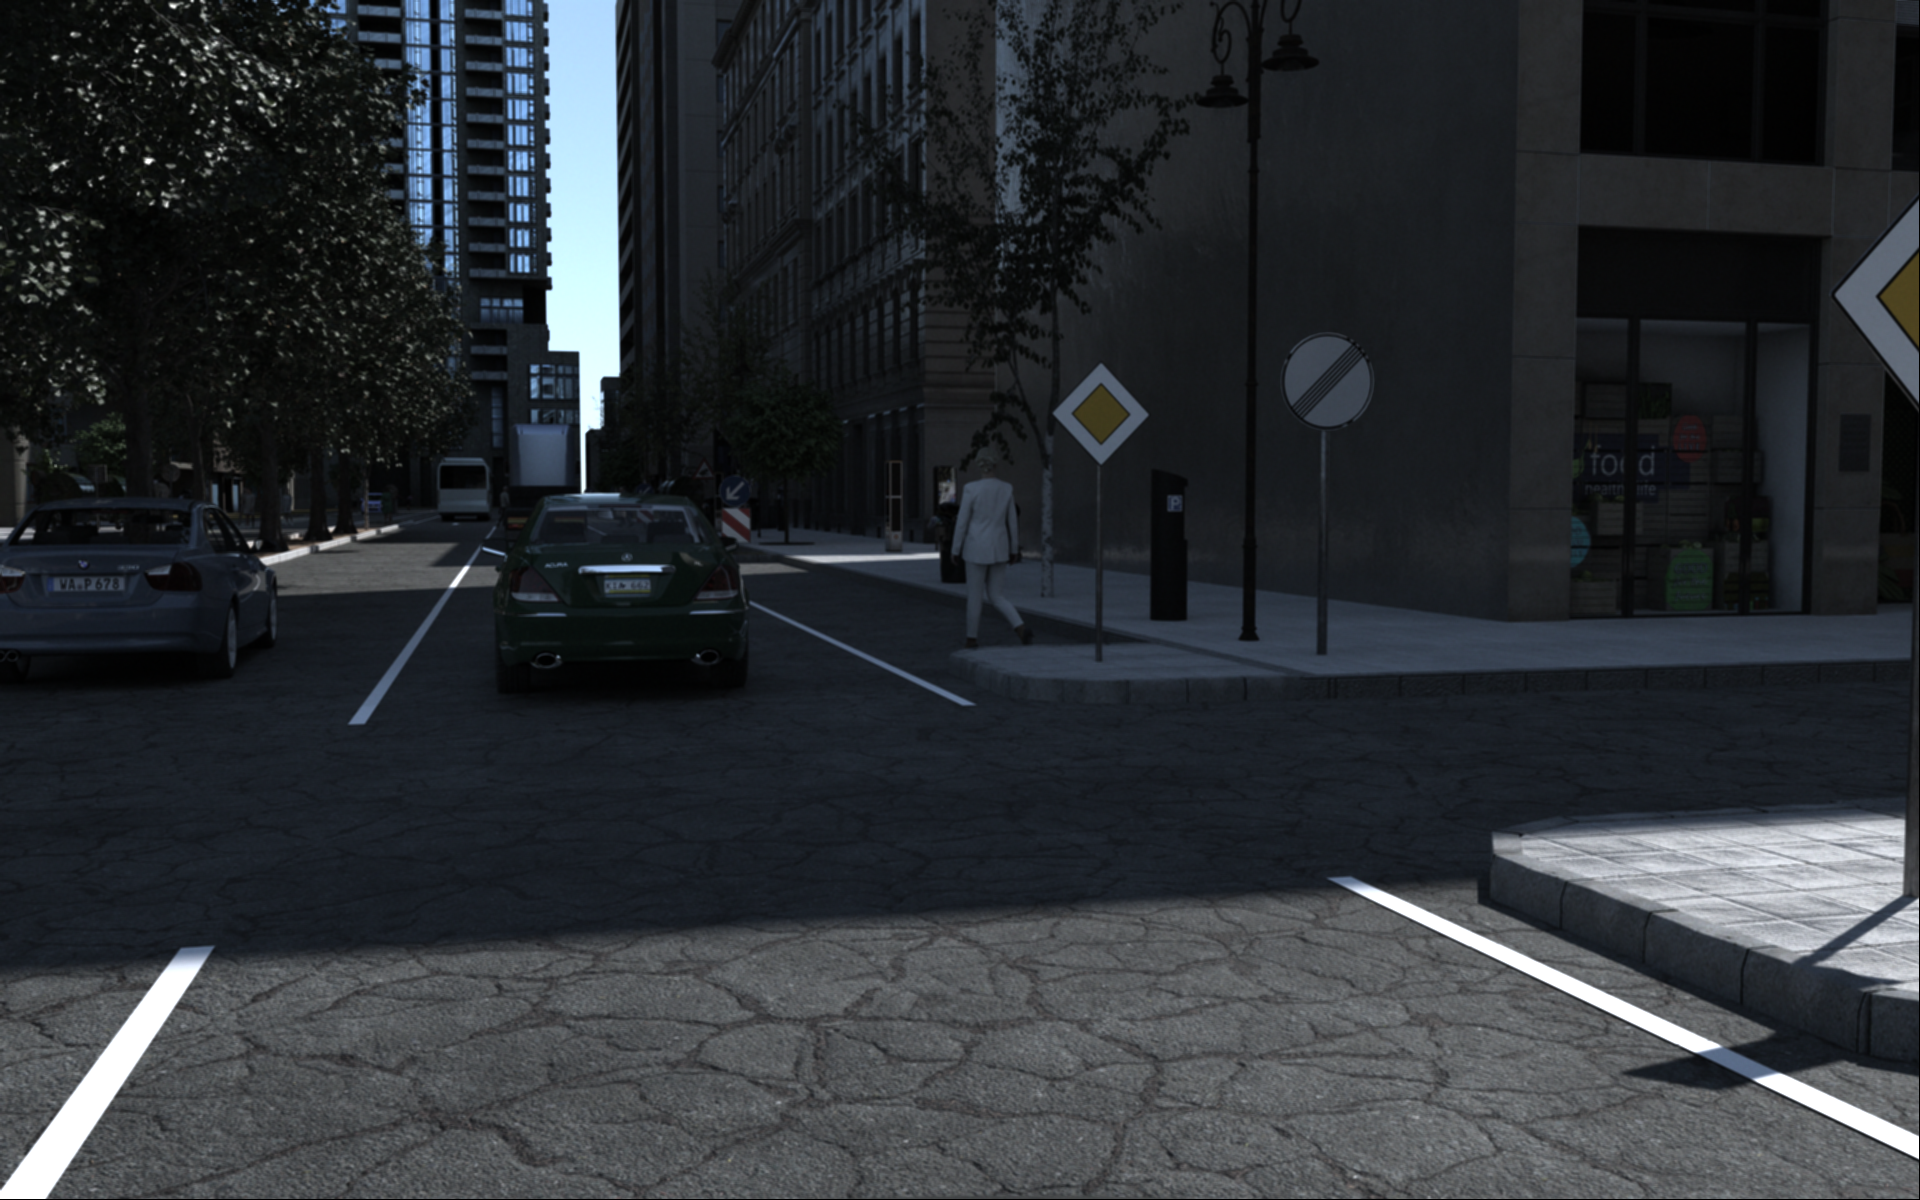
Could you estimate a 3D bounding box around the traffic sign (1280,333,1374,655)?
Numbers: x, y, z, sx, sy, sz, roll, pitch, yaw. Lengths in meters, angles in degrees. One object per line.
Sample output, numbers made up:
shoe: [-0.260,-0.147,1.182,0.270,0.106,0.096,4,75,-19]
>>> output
traffic sign: [2.895,-0.836,13.777,0.768,2.556,0.104,-1,4,-9]

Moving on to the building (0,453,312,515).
building: [-67.414,-17.722,134.793,28.899,21.520,27.650,-1,4,-14]

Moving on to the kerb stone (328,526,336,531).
kerb stone: [-24.383,-2.753,67.199,0.120,0.150,1.000,-1,4,-14]

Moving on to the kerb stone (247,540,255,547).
kerb stone: [-19.318,-1.532,47.312,0.120,0.150,1.000,-1,4,-14]

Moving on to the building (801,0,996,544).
building: [1.389,-12.519,53.837,9.793,20.994,18.267,-1,4,-14]

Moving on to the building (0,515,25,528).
building: [-47.970,-12.950,56.769,27.650,21.520,28.899,-1,4,-14]

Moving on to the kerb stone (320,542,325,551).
kerb stone: [-16.248,-1.322,43.836,0.120,0.150,1.000,-1,4,-14]

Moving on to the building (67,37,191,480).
building: [-56.686,-30.593,89.428,28.713,52.752,27.495,-1,4,-14]

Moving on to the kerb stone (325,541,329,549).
kerb stone: [-16.512,-1.381,44.824,0.120,0.150,1.000,-1,4,-14]

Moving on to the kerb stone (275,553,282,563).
kerb stone: [-14.227,-0.830,35.879,0.120,0.150,1.000,-1,4,-14]

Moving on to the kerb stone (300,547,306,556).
kerb stone: [-15.238,-1.080,39.857,0.120,0.150,1.000,-1,4,-14]

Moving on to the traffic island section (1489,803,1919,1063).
traffic island section: [3.056,1.024,5.547,2.009,0.180,2.903,-1,4,-14]

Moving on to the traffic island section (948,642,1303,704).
traffic island section: [1.082,0.550,13.285,2.009,0.180,2.903,-1,4,-14]

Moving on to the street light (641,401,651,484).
street light: [-15.552,-6.932,86.127,0.468,5.910,1.993,-1,4,-14]

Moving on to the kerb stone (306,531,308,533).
kerb stone: [-22.104,-2.206,58.265,0.120,0.150,1.000,-1,4,-14]

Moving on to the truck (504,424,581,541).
truck: [-14.704,-4.369,61.199,2.967,4.110,18.799,-1,4,-14]

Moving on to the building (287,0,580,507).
building: [-55.254,-52.813,176.167,31.000,86.520,22.319,-1,4,-14]

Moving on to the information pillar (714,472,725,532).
information pillar: [-8.146,-3.319,58.753,0.304,2.012,0.304,0,4,6]

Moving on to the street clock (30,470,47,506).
street clock: [-28.074,-2.950,52.800,0.471,2.002,0.358,2,4,28]

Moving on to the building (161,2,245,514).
building: [-54.807,-28.226,111.613,14.600,45.320,14.200,-1,4,-14]

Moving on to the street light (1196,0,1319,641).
street light: [2.536,-2.583,15.024,0.468,5.910,1.993,-1,4,-14]

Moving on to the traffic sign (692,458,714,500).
traffic sign: [-9.117,-3.780,61.811,0.884,2.594,0.081,-1,4,-12]

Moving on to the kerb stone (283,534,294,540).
kerb stone: [-21.086,-1.963,54.290,0.120,0.150,1.000,-1,4,-14]

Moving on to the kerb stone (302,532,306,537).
kerb stone: [-21.852,-2.145,57.274,0.120,0.150,1.000,-1,4,-14]

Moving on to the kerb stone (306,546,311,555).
kerb stone: [-15.500,-1.141,40.845,0.120,0.150,1.000,-1,4,-14]

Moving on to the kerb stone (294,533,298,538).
kerb stone: [-21.347,-2.020,55.285,0.120,0.150,1.000,-1,4,-14]

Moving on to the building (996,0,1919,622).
building: [19.580,-13.790,29.981,34.151,26.468,19.350,-1,4,-14]

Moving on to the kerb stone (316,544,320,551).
kerb stone: [-16.002,-1.261,42.835,0.120,0.150,1.000,-1,4,-14]

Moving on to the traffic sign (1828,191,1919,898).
traffic sign: [3.035,-0.111,5.464,0.795,2.450,0.064,-1,4,-14]

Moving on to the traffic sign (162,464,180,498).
traffic sign: [-33.232,-4.455,72.951,0.768,2.556,0.104,-1,4,-8]

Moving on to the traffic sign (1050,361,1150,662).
traffic sign: [1.061,-0.585,13.202,0.795,2.450,0.064,-1,4,-14]

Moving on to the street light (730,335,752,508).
street light: [-6.383,-4.760,50.607,0.468,5.910,1.993,-1,4,-14]

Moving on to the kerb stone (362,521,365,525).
kerb stone: [-27.425,-3.482,79.122,0.120,0.150,1.000,-1,4,-14]

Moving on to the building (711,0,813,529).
building: [-3.203,-17.005,75.298,12.463,27.353,25.104,-1,4,-14]

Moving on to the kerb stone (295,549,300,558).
kerb stone: [-14.987,-1.019,38.861,0.120,0.150,1.000,-1,4,-14]

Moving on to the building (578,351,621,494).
building: [-24.276,-53.263,183.522,31.000,86.520,22.319,-1,4,-14]

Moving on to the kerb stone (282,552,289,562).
kerb stone: [-14.474,-0.898,36.872,0.120,0.150,1.000,-1,4,-14]

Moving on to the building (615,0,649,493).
building: [-18.047,-32.150,149.350,21.300,48.544,21.600,-1,4,-14]

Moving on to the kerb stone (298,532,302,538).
kerb stone: [-21.595,-2.078,56.277,0.120,0.150,1.000,-1,4,-14]

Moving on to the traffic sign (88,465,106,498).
traffic sign: [-30.219,-3.581,60.673,0.606,2.300,0.079,0,4,-7]

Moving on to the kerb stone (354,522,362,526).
kerb stone: [-27.179,-3.420,78.126,0.120,0.150,1.000,-1,4,-14]

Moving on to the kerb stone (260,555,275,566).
kerb stone: [-13.975,-0.772,34.882,0.120,0.150,1.000,-1,4,-14]

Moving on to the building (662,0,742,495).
building: [-8.334,-34.761,110.347,21.231,58.520,28.212,-1,4,-14]

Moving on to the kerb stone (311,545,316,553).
kerb stone: [-15.744,-1.202,41.845,0.120,0.150,1.000,-1,4,-14]

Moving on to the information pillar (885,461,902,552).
information pillar: [-1.470,-2.075,38.415,0.304,2.012,0.304,-2,4,-23]

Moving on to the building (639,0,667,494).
building: [-16.542,-29.384,130.541,14.600,45.320,14.200,-1,4,-14]

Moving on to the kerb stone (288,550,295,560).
kerb stone: [-14.727,-0.958,37.866,0.120,0.150,1.000,-1,4,-14]
